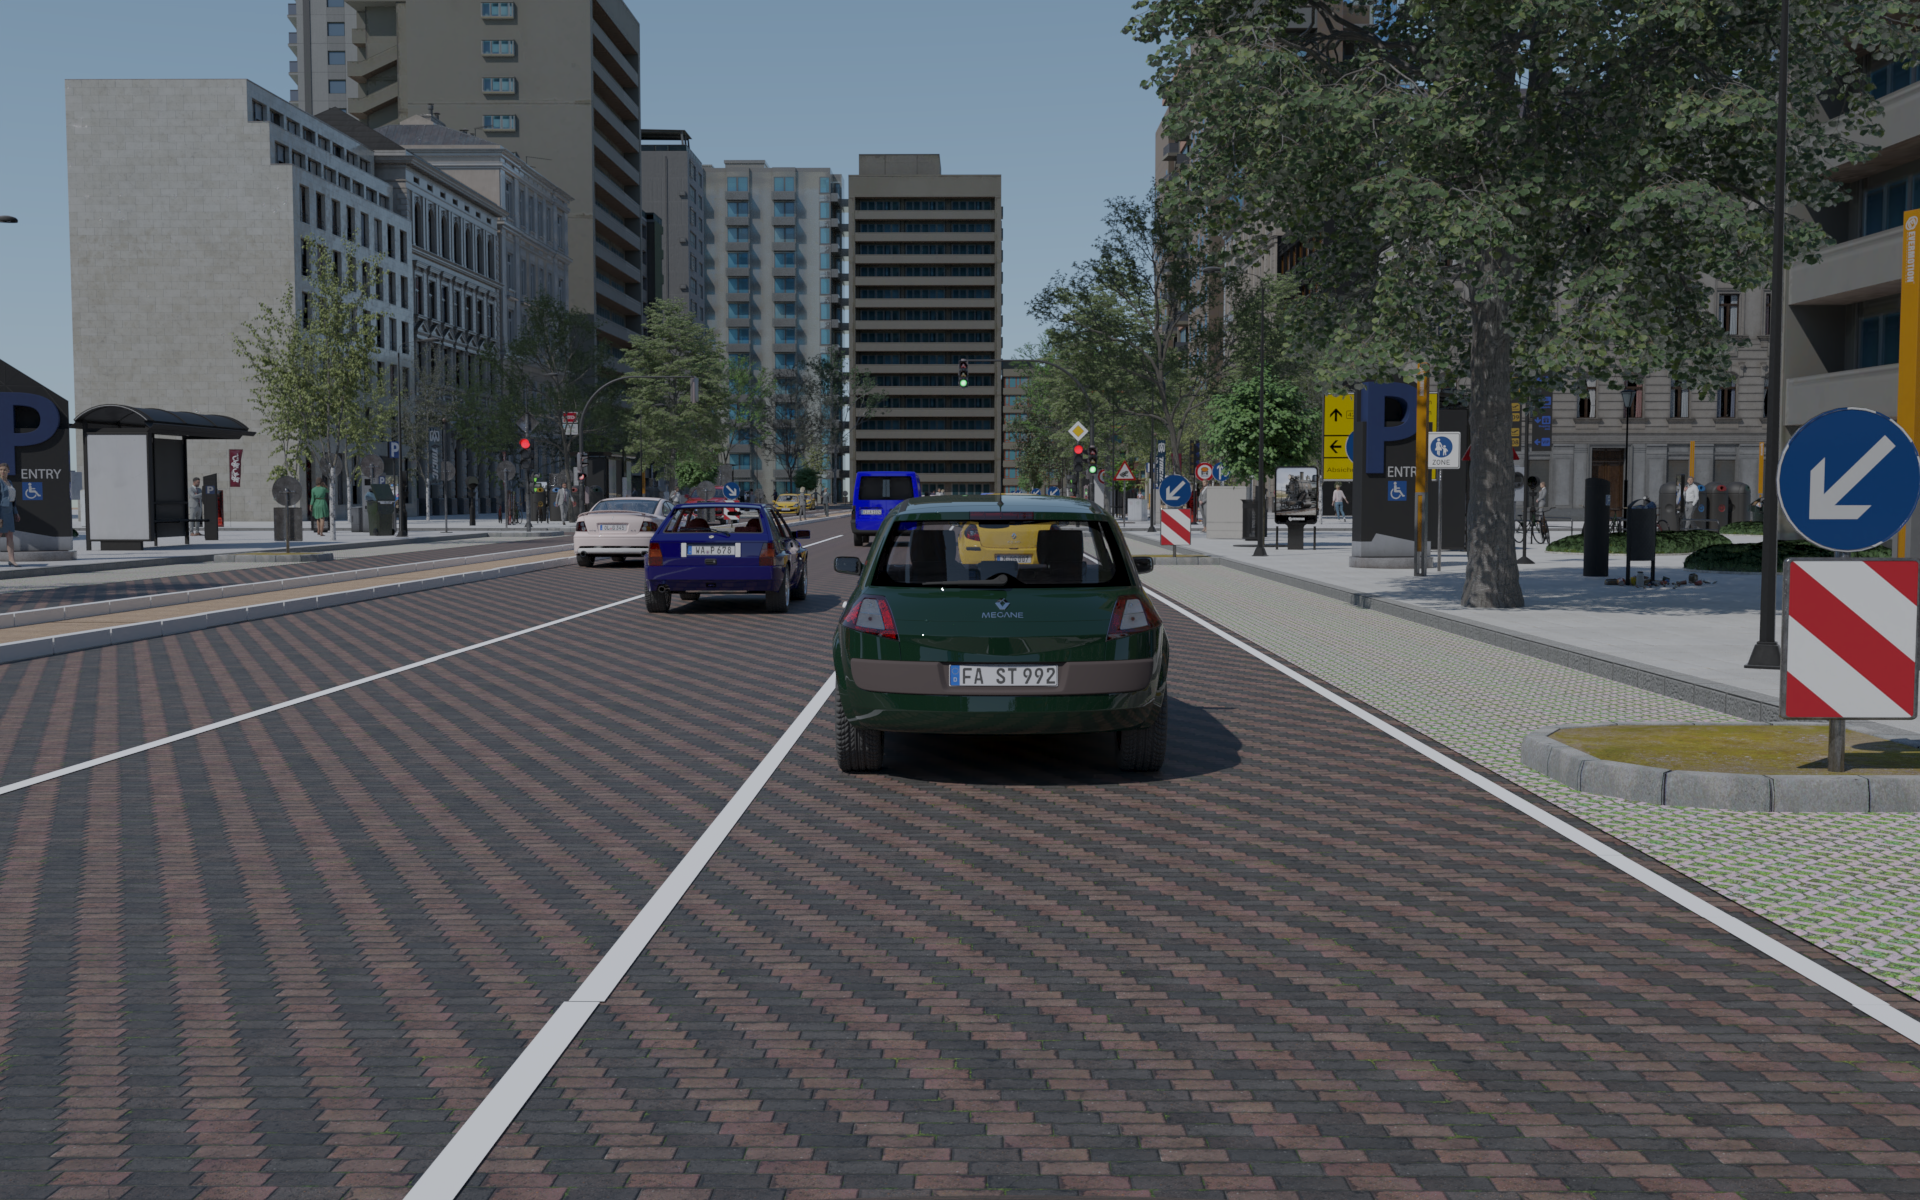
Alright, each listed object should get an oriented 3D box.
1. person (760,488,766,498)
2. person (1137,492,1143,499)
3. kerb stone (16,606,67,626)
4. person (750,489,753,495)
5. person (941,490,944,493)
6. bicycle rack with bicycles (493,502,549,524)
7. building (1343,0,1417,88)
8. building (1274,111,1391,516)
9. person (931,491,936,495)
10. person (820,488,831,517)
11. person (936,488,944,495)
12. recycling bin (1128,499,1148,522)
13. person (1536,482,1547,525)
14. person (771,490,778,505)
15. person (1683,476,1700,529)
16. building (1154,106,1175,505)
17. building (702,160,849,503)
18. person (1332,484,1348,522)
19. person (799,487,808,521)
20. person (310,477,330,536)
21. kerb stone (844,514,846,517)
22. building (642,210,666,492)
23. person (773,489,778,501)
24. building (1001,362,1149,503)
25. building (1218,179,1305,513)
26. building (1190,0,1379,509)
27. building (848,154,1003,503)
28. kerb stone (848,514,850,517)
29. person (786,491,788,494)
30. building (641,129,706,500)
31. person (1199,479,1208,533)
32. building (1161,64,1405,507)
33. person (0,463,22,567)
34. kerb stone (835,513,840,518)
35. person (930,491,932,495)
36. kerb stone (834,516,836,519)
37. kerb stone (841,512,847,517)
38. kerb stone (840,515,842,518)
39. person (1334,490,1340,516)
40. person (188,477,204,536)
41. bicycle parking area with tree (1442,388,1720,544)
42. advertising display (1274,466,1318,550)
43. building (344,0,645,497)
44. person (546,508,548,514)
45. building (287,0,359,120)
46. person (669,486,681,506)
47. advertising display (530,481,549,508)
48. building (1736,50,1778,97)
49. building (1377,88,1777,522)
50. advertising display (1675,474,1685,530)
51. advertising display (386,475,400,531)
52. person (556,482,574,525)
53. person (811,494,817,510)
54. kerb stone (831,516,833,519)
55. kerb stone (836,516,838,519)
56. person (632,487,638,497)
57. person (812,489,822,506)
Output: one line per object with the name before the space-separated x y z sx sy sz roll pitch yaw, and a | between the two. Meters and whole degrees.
person | -18.374 -9.346 158.868 1.348 1.821 0.705 -2 4 -33
person | 22.887 -12.886 220.116 0.756 1.711 0.436 1 4 18
kerb stone | -10.216 0.188 19.123 0.120 0.150 1.000 0 4 1
person | -17.854 -8.622 147.713 0.721 1.736 1.217 1 4 8
person | -1.421 -8.035 140.056 0.728 1.800 0.709 0 4 6
bicycle rack with bicycles | -18.916 -3.774 75.093 2.852 0.926 2.925 -1 4 -13
building | 50.488 -57.228 248.344 31.000 86.520 22.319 0 4 1
building | 27.337 -17.058 108.579 12.332 23.373 15.834 0 4 1
person | -2.634 -9.868 170.285 0.683 1.767 0.568 1 4 18
person | -7.949 -5.719 102.179 0.661 1.801 0.590 2 4 34
person | -1.399 -6.917 121.433 0.661 1.843 0.795 1 4 15
recycling bin | 8.337 -4.200 81.226 0.722 1.027 0.722 2 4 30
person | 24.224 -4.040 72.372 0.573 1.790 0.520 0 4 -7
person | -22.162 -12.247 206.794 0.721 1.766 1.217 2 4 34
person | 22.570 -2.898 53.524 0.850 1.850 0.679 -1 4 -15
building | 29.596 -33.385 195.948 14.600 45.320 14.200 0 4 1
building | -30.775 -38.608 250.843 30.456 49.044 23.786 0 4 1
person | 17.577 -4.467 79.757 0.731 1.740 0.598 -2 4 -24
person | -8.096 -4.968 89.904 0.526 1.800 0.537 0 4 -8
person | -19.567 -2.853 52.938 0.600 1.795 0.529 -1 4 -15
kerb stone | -7.221 -5.108 105.777 0.120 0.150 1.000 0 4 1
building | -37.337 -24.397 170.590 14.160 30.474 14.107 0 4 1
person | -19.545 -10.811 183.255 0.683 1.767 0.568 2 4 25
building | 20.566 -24.956 253.064 28.899 21.520 27.650 0 4 1
building | 26.952 -20.283 128.894 12.463 27.353 25.104 0 4 1
building | 27.979 -30.756 152.975 14.600 45.320 14.200 0 4 1
building | -4.716 -38.261 249.268 21.600 48.544 21.300 0 4 1
kerb stone | -7.196 -5.300 108.856 0.120 0.150 1.000 0 4 1
person | -21.028 -12.411 209.757 0.445 1.727 0.742 -3 5 -39
building | -36.464 -31.361 196.348 14.086 41.232 14.154 0 4 1
person | 8.122 -3.146 57.762 0.520 1.790 0.573 3 4 39
building | 31.904 -31.793 174.446 22.147 44.769 28.867 0 4 1
person | -16.747 -1.482 30.300 0.654 1.822 0.581 1 4 23
kerb stone | -7.265 -4.860 101.680 0.120 0.150 1.000 0 4 1
person | -3.244 -11.076 190.037 0.683 1.767 0.568 0 4 -8
kerb stone | -7.302 -4.672 98.603 0.120 0.150 1.000 0 4 1
kerb stone | -7.212 -5.175 106.801 0.120 0.150 1.000 0 4 1
kerb stone | -7.260 -4.924 102.707 0.120 0.150 1.000 0 4 1
person | 21.395 -5.618 98.120 0.478 1.798 0.641 1 4 8
person | -23.346 -2.862 53.024 0.466 1.800 0.511 0 4 6
bicycle parking area with tree | 15.859 -3.707 47.605 8.231 4.147 9.016 0 4 4
advertising display | 7.718 -2.114 39.778 0.974 1.923 0.123 1 4 12
building | -40.587 -32.327 152.250 21.300 48.544 21.600 0 4 1
person | -26.694 -6.416 111.126 0.590 1.801 0.661 -1 4 -13
building | -58.239 -39.836 193.312 28.212 58.520 21.231 0 4 1
person | -14.447 -4.842 87.760 0.850 1.850 0.679 3 5 45
advertising display | -21.005 -4.969 86.453 0.974 1.923 0.123 1 4 12
building | 52.305 -17.649 85.830 25.104 27.353 12.463 0 4 1
building | 30.276 -14.409 84.736 18.267 20.994 9.793 0 4 1
advertising display | 22.962 -3.060 55.244 0.123 1.923 0.974 1 4 14
advertising display | -19.506 -3.318 59.461 0.974 1.923 0.123 3 4 37
person | -16.362 -3.995 71.634 0.678 1.792 0.850 -2 4 -27
person | -13.308 -8.753 154.870 1.065 1.426 0.557 1 4 9
kerb stone | -7.324 -4.547 96.553 0.120 0.150 1.000 0 4 1
kerb stone | -7.284 -4.735 99.625 0.120 0.150 1.000 0 4 1
person | -24.868 -7.723 132.278 0.622 1.834 0.822 1 4 23
person | -15.787 -11.232 189.694 1.348 1.824 0.705 -1 4 -12
